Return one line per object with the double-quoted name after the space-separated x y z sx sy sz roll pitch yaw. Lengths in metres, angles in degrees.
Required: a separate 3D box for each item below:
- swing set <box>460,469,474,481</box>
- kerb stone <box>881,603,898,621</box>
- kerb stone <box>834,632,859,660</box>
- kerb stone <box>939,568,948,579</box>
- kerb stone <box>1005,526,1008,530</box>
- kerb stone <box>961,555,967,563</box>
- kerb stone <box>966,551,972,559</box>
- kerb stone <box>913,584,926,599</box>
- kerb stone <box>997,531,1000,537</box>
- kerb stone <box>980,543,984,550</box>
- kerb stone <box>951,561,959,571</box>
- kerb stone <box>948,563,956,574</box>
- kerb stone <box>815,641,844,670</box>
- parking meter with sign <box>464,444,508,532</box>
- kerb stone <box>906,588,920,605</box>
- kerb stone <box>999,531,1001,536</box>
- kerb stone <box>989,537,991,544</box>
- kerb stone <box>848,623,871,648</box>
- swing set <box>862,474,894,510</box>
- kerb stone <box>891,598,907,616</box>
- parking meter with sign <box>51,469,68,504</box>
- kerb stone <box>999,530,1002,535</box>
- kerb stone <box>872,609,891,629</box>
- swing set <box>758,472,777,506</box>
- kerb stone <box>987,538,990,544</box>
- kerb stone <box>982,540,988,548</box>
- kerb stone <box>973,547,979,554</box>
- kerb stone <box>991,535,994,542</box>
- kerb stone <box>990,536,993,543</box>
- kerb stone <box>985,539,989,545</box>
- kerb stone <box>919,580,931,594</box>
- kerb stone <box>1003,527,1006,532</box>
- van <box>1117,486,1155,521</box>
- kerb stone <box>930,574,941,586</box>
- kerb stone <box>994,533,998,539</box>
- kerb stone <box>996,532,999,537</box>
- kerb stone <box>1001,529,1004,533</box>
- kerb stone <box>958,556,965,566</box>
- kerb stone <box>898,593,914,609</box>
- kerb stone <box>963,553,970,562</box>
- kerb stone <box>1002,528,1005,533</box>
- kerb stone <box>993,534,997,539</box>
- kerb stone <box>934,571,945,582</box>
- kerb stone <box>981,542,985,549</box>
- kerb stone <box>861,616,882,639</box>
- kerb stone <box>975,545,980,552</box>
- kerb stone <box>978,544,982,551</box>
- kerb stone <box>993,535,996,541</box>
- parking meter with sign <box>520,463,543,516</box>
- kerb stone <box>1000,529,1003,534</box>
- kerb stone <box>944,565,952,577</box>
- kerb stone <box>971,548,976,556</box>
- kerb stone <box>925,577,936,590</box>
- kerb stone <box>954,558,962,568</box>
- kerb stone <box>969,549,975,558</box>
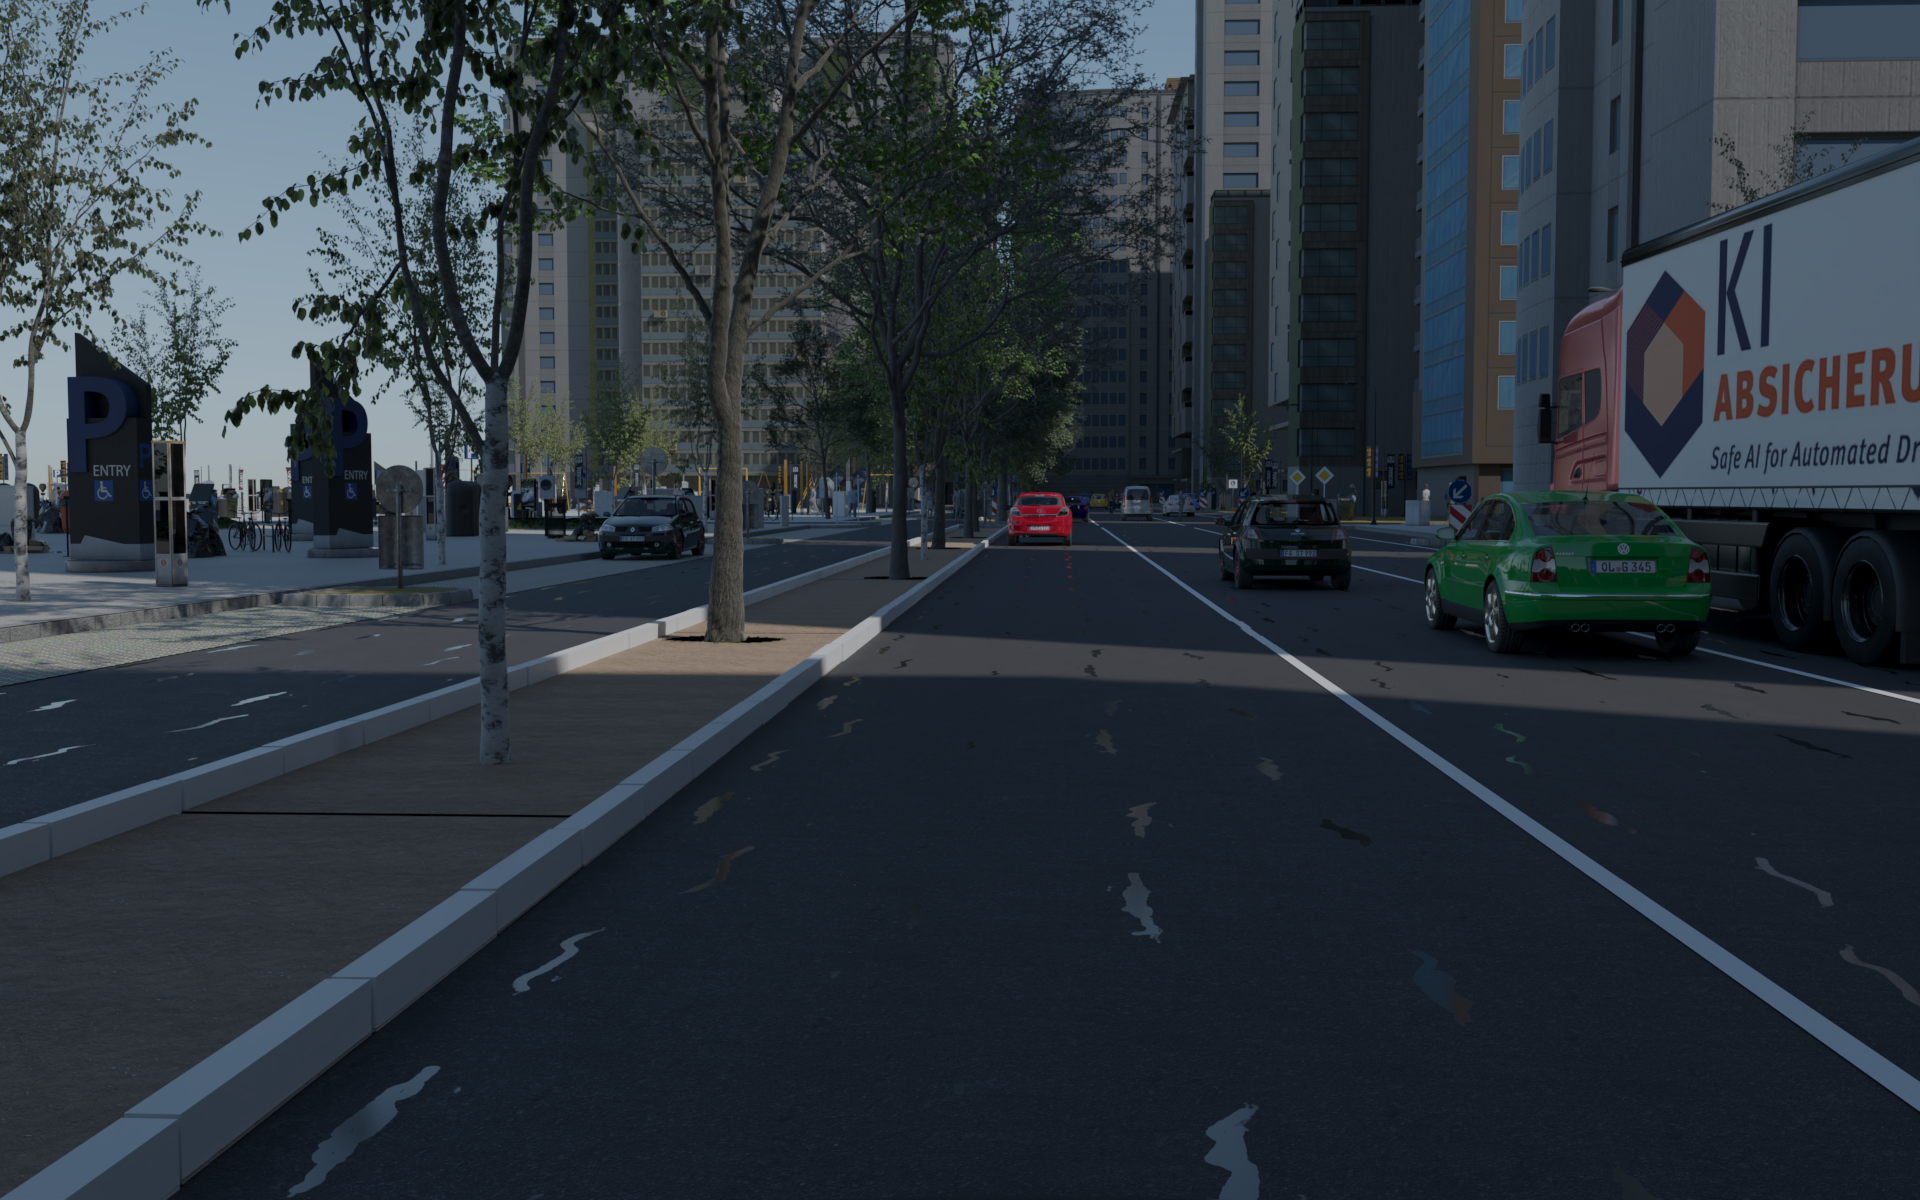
-31.926 -6.828 109.255 2.862 2.851 3.119 3 4 38 "swing set"
-0.827 0.169 19.440 0.120 0.150 1.000 0 4 3 "kerb stone"
-1.032 0.419 15.341 0.120 0.150 1.000 0 4 3 "kerb stone"
-0.324 -0.391 28.656 0.120 0.150 1.000 0 4 3 "kerb stone"
1.616 -2.584 64.551 0.120 0.150 1.000 0 4 3 "kerb stone"
0.015 -0.771 34.816 0.120 0.150 1.000 0 4 3 "kerb stone"
0.124 -0.889 36.864 0.120 0.150 1.000 0 4 3 "kerb stone"
-0.598 -0.082 23.537 0.120 0.150 1.000 0 4 3 "kerb stone"
1.123 -2.023 55.311 0.120 0.150 1.000 0 4 3 "kerb stone"
0.449 -1.273 43.011 0.120 0.150 1.000 0 4 3 "kerb stone"
-0.151 -0.582 31.720 0.120 0.150 1.000 0 4 3 "kerb stone"
-0.210 -0.515 30.700 0.120 0.150 1.000 0 4 3 "kerb stone"
-1.100 0.482 14.319 0.120 0.150 1.000 0 4 3 "kerb stone"
-16.089 -3.837 59.000 1.738 3.016 0.543 3 4 36 "parking meter with sign"
-0.646 -0.019 22.511 0.120 0.150 1.000 0 4 3 "kerb stone"
1.173 -2.088 56.340 0.120 0.150 1.000 0 4 3 "kerb stone"
0.727 -1.586 48.128 0.120 0.150 1.000 0 4 3 "kerb stone"
-0.977 0.358 16.365 0.120 0.150 1.000 0 4 3 "kerb stone"
-5.938 -8.606 138.335 3.119 2.851 2.862 -1 4 -20 "swing set"
-0.762 0.106 20.460 0.120 0.150 1.000 0 4 3 "kerb stone"
-63.924 -7.796 123.722 1.738 3.016 0.543 2 4 26 "parking meter with sign"
1.236 -2.143 57.370 0.120 0.150 1.000 0 4 3 "kerb stone"
-0.867 0.232 18.419 0.120 0.150 1.000 0 4 3 "kerb stone"
-14.569 -7.549 121.039 3.119 2.851 2.862 3 5 41 "swing set"
0.677 -1.523 47.102 0.120 0.150 1.000 0 4 3 "kerb stone"
0.571 -1.396 45.051 0.120 0.150 1.000 0 4 3 "kerb stone"
0.293 -1.079 39.934 0.120 0.150 1.000 0 4 3 "kerb stone"
0.844 -1.710 50.178 0.120 0.150 1.000 0 4 3 "kerb stone"
0.781 -1.649 49.148 0.120 0.150 1.000 0 4 3 "kerb stone"
0.620 -1.460 46.072 0.120 0.150 1.000 0 4 3 "kerb stone"
-0.548 -0.144 24.558 0.120 0.150 1.000 0 4 3 "kerb stone"
1.456 -2.399 61.474 0.120 0.150 1.000 0 4 3 "kerb stone"
9.448 -5.241 92.705 2.013 2.044 4.112 0 4 4 "van"
-0.427 -0.269 26.610 0.120 0.150 1.000 0 4 3 "kerb stone"
1.010 -1.898 53.251 0.120 0.150 1.000 0 4 3 "kerb stone"
1.065 -1.963 54.286 0.120 0.150 1.000 0 4 3 "kerb stone"
1.335 -2.277 59.419 0.120 0.150 1.000 0 4 3 "kerb stone"
-0.042 -0.709 33.785 0.120 0.150 1.000 0 4 3 "kerb stone"
-0.708 0.044 21.481 0.120 0.150 1.000 0 4 3 "kerb stone"
0.071 -0.833 35.841 0.120 0.150 1.000 0 4 3 "kerb stone"
1.398 -2.339 60.451 0.120 0.150 1.000 0 4 3 "kerb stone"
0.954 -1.837 52.231 0.120 0.150 1.000 0 4 3 "kerb stone"
-0.375 -0.329 27.635 0.120 0.150 1.000 0 4 3 "kerb stone"
0.504 -1.332 44.031 0.120 0.150 1.000 0 4 3 "kerb stone"
-0.922 0.294 17.390 0.120 0.150 1.000 0 4 3 "kerb stone"
0.337 -1.148 40.960 0.120 0.150 1.000 0 4 3 "kerb stone"
0.399 -1.209 41.985 0.120 0.150 1.000 0 4 3 "kerb stone"
0.903 -1.769 51.204 0.120 0.150 1.000 0 4 3 "kerb stone"
-24.035 -6.184 97.366 0.543 3.016 1.738 -3 5 -42 "parking meter with sign"
1.283 -2.213 58.390 0.120 0.150 1.000 0 4 3 "kerb stone"
-0.267 -0.452 29.680 0.120 0.150 1.000 0 4 3 "kerb stone"
0.231 -1.018 38.906 0.120 0.150 1.000 0 4 3 "kerb stone"
-0.482 -0.207 25.584 0.120 0.150 1.000 0 4 3 "kerb stone"
-0.098 -0.646 32.762 0.120 0.150 1.000 0 4 3 "kerb stone"
0.180 -0.960 37.885 0.120 0.150 1.000 0 4 3 "kerb stone"
